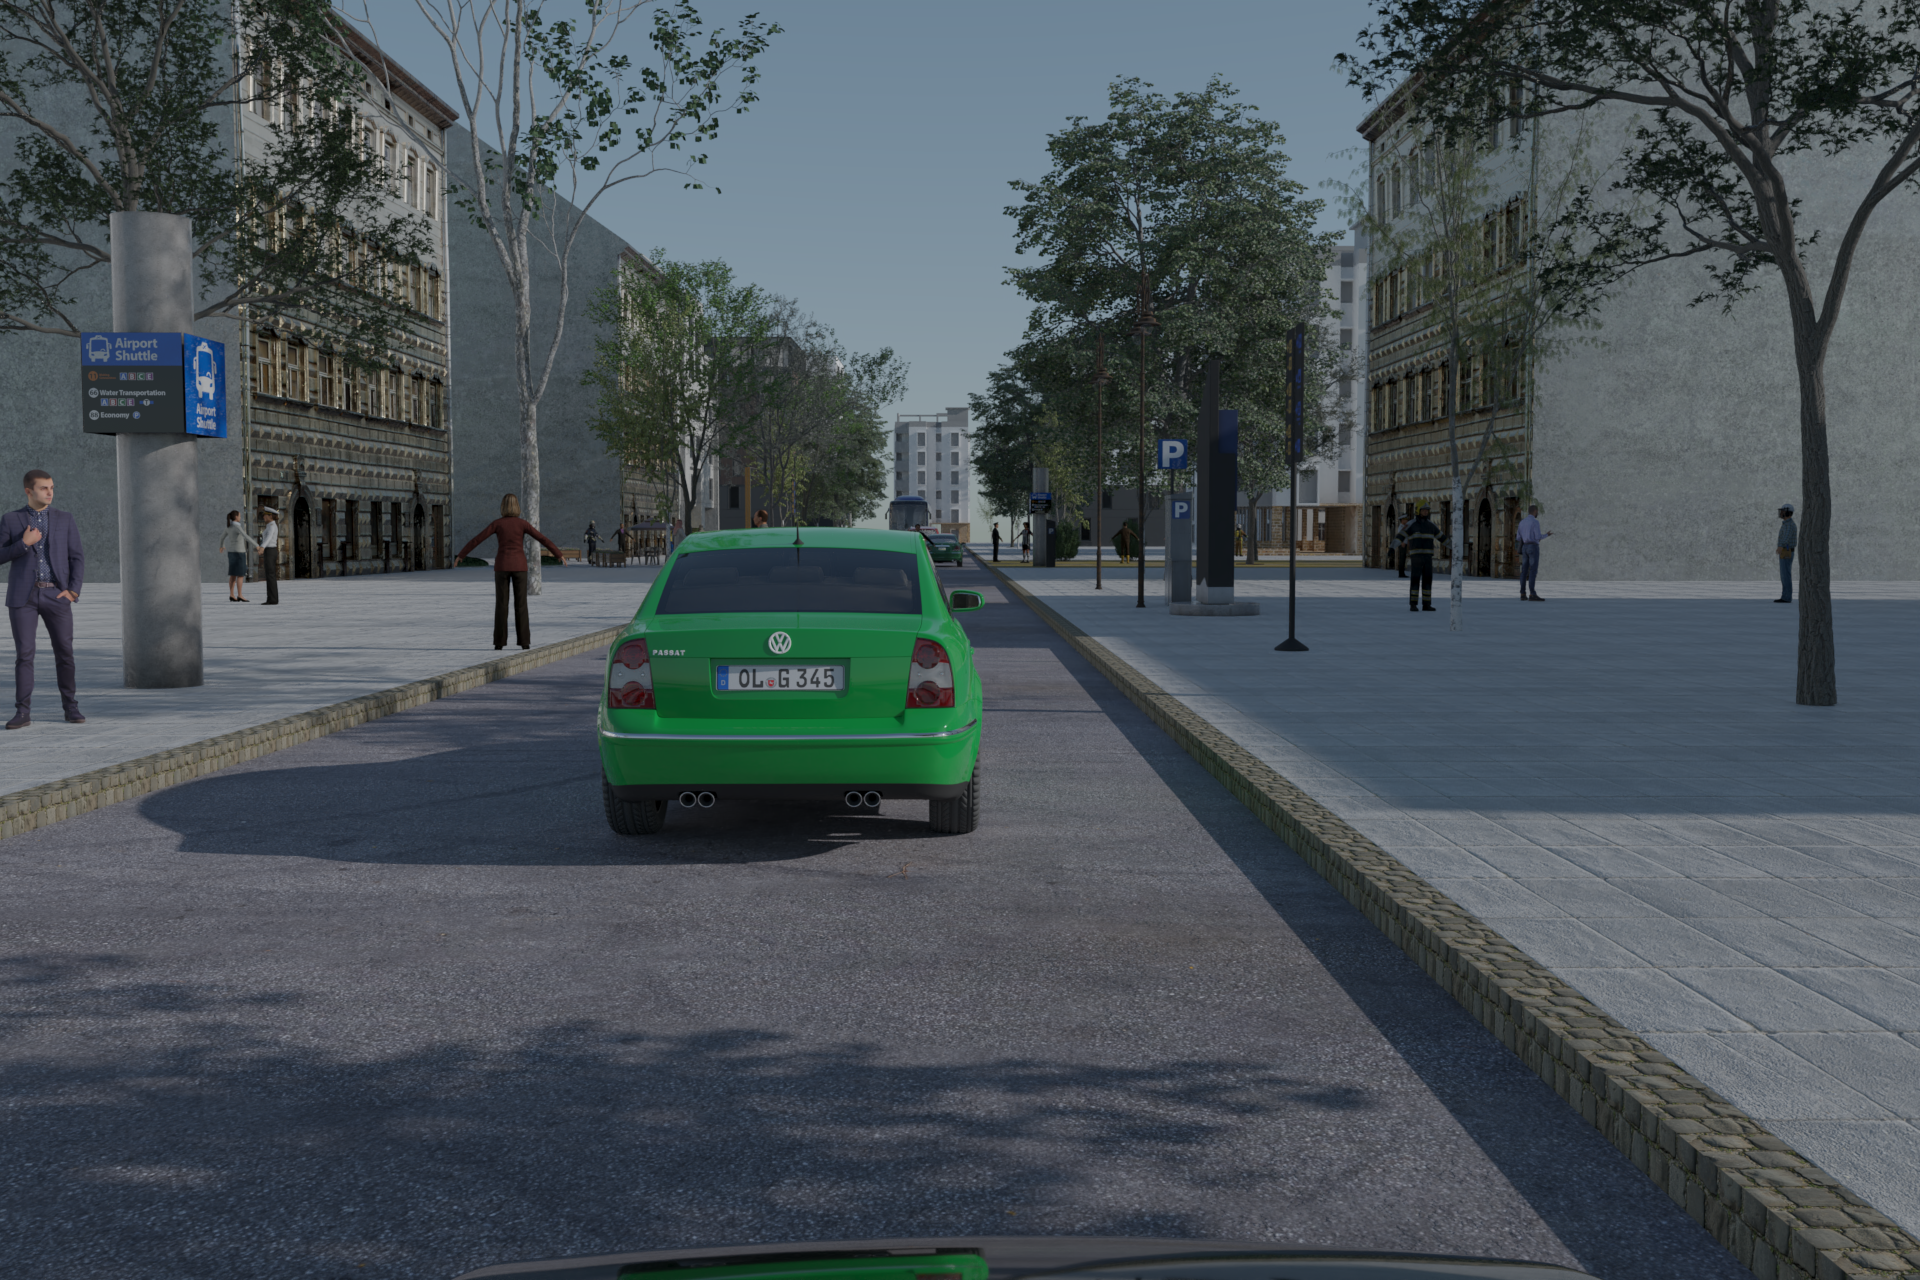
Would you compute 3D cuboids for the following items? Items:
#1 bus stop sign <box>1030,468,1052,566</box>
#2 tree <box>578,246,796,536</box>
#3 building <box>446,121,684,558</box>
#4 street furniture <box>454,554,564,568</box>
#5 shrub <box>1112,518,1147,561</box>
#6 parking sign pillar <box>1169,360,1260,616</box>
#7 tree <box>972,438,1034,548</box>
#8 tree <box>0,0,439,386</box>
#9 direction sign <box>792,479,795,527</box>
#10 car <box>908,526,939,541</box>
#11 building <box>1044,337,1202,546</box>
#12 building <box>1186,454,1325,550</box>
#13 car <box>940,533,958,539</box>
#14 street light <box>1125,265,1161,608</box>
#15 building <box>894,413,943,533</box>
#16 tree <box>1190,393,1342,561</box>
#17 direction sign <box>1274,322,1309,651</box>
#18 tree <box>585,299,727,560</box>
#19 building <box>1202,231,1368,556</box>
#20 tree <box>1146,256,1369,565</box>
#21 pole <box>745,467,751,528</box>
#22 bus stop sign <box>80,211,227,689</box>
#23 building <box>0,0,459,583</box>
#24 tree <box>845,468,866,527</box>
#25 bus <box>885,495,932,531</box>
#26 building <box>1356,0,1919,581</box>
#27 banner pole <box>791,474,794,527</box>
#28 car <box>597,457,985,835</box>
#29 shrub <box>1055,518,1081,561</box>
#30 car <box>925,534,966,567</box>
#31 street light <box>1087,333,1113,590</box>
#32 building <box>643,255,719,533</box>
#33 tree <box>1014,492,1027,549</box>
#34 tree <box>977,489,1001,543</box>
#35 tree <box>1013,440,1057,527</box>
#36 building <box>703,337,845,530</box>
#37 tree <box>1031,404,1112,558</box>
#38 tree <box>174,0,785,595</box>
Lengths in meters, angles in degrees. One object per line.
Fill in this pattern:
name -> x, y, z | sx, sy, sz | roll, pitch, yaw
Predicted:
bus stop sign -> 3.205, -4.888, 68.935 | 0.837, 3.901, 0.837 | 0, 3, 0
tree -> -9.737, -8.343, 62.158 | 9.928, 11.665, 9.643 | 0, 3, 0
building -> -26.947, -16.418, 99.357 | 19.493, 23.208, 18.063 | 0, 4, 0
street furniture -> -21.173, -3.248, 68.729 | 10.072, 0.657, 5.734 | 1, 4, 13
shrub -> 8.179, -4.869, 83.641 | 1.661, 2.075, 1.752 | 0, 3, 0
parking sign pillar -> 4.069, -2.392, 27.576 | 1.447, 3.967, 1.447 | 0, 4, -1
tree -> 5.165, -14.670, 165.612 | 9.928, 11.665, 9.643 | 0, 3, 0
tree -> -9.893, -5.283, 20.784 | 7.601, 10.594, 8.767 | -1, 4, -13
direction sign -> -6.832, -4.837, 71.082 | 0.379, 3.537, 0.876 | 0, 4, 2
car -> -1.861, -4.771, 86.685 | 2.281, 1.827, 5.304 | 0, 4, -2
building -> 23.178, -21.543, 196.205 | 27.936, 21.610, 32.646 | 0, 4, 0
building -> 23.554, -11.670, 132.947 | 9.099, 9.664, 28.070 | 0, 3, 0
car -> -1.206, -7.704, 134.998 | 2.155, 1.783, 4.494 | 0, 4, -2
street light -> 3.160, -3.504, 30.082 | 0.468, 5.910, 1.993 | 0, 4, 0
building -> -9.700, -24.690, 262.562 | 11.380, 20.090, 16.016 | 0, 4, 8
tree -> 14.480, -9.145, 83.928 | 8.767, 10.594, 7.601 | 2, 4, 24
direction sign -> 3.658, -1.651, 18.998 | 0.379, 3.537, 0.876 | 0, 4, 0
tree -> -9.269, -6.305, 53.446 | 4.737, 8.622, 4.395 | 0, 3, 0
building -> 21.284, -15.799, 114.737 | 16.016, 20.090, 11.380 | 0, 3, 0
tree -> 12.313, -9.898, 72.204 | 12.009, 13.543, 11.850 | 0, 3, 0
pole -> -6.472, -3.613, 52.922 | 0.158, 3.312, 0.155 | 0, 3, 0
bus stop sign -> -6.726, -1.560, 14.518 | 0.837, 3.901, 0.837 | 0, 4, -1
building -> -27.799, -13.622, 53.646 | 19.493, 23.208, 18.063 | 0, 4, 0
tree -> -18.703, -21.635, 260.383 | 9.857, 13.997, 8.962 | 0, 3, 0
bus -> -3.231, -7.503, 114.215 | 2.896, 3.916, 12.251 | 0, 3, 0
building -> 24.580, -13.749, 55.719 | 19.493, 23.208, 18.063 | 0, 4, -1
banner pole -> -6.955, -5.029, 72.243 | 0.401, 3.779, 0.863 | 0, 3, 0
car -> -0.819, -0.052, 9.642 | 1.959, 1.807, 4.718 | 0, 4, -1
shrub -> 4.886, -4.742, 81.577 | 1.661, 2.075, 1.752 | 0, 3, 0
car -> -0.789, -3.972, 76.733 | 2.131, 1.459, 4.920 | 0, 4, 0
street light -> 3.217, -4.109, 39.977 | 0.468, 5.910, 1.993 | 0, 3, 0
building -> -28.187, -15.822, 125.149 | 16.747, 18.905, 31.486 | 0, 4, 1
tree -> 4.836, -12.223, 150.204 | 4.360, 8.622, 3.978 | 0, 3, 0
tree -> 4.983, -19.061, 262.003 | 4.360, 8.622, 3.978 | 0, 3, 0
tree -> 5.880, -10.672, 124.851 | 4.360, 8.622, 3.978 | 0, 3, 0
building -> -28.015, -21.503, 195.550 | 27.936, 21.610, 32.646 | 0, 3, 0
tree -> 5.742, -8.623, 91.347 | 4.737, 8.622, 4.395 | 0, 3, 0
tree -> -9.781, -10.928, 34.560 | 12.611, 20.169, 13.585 | 0, 3, 0
